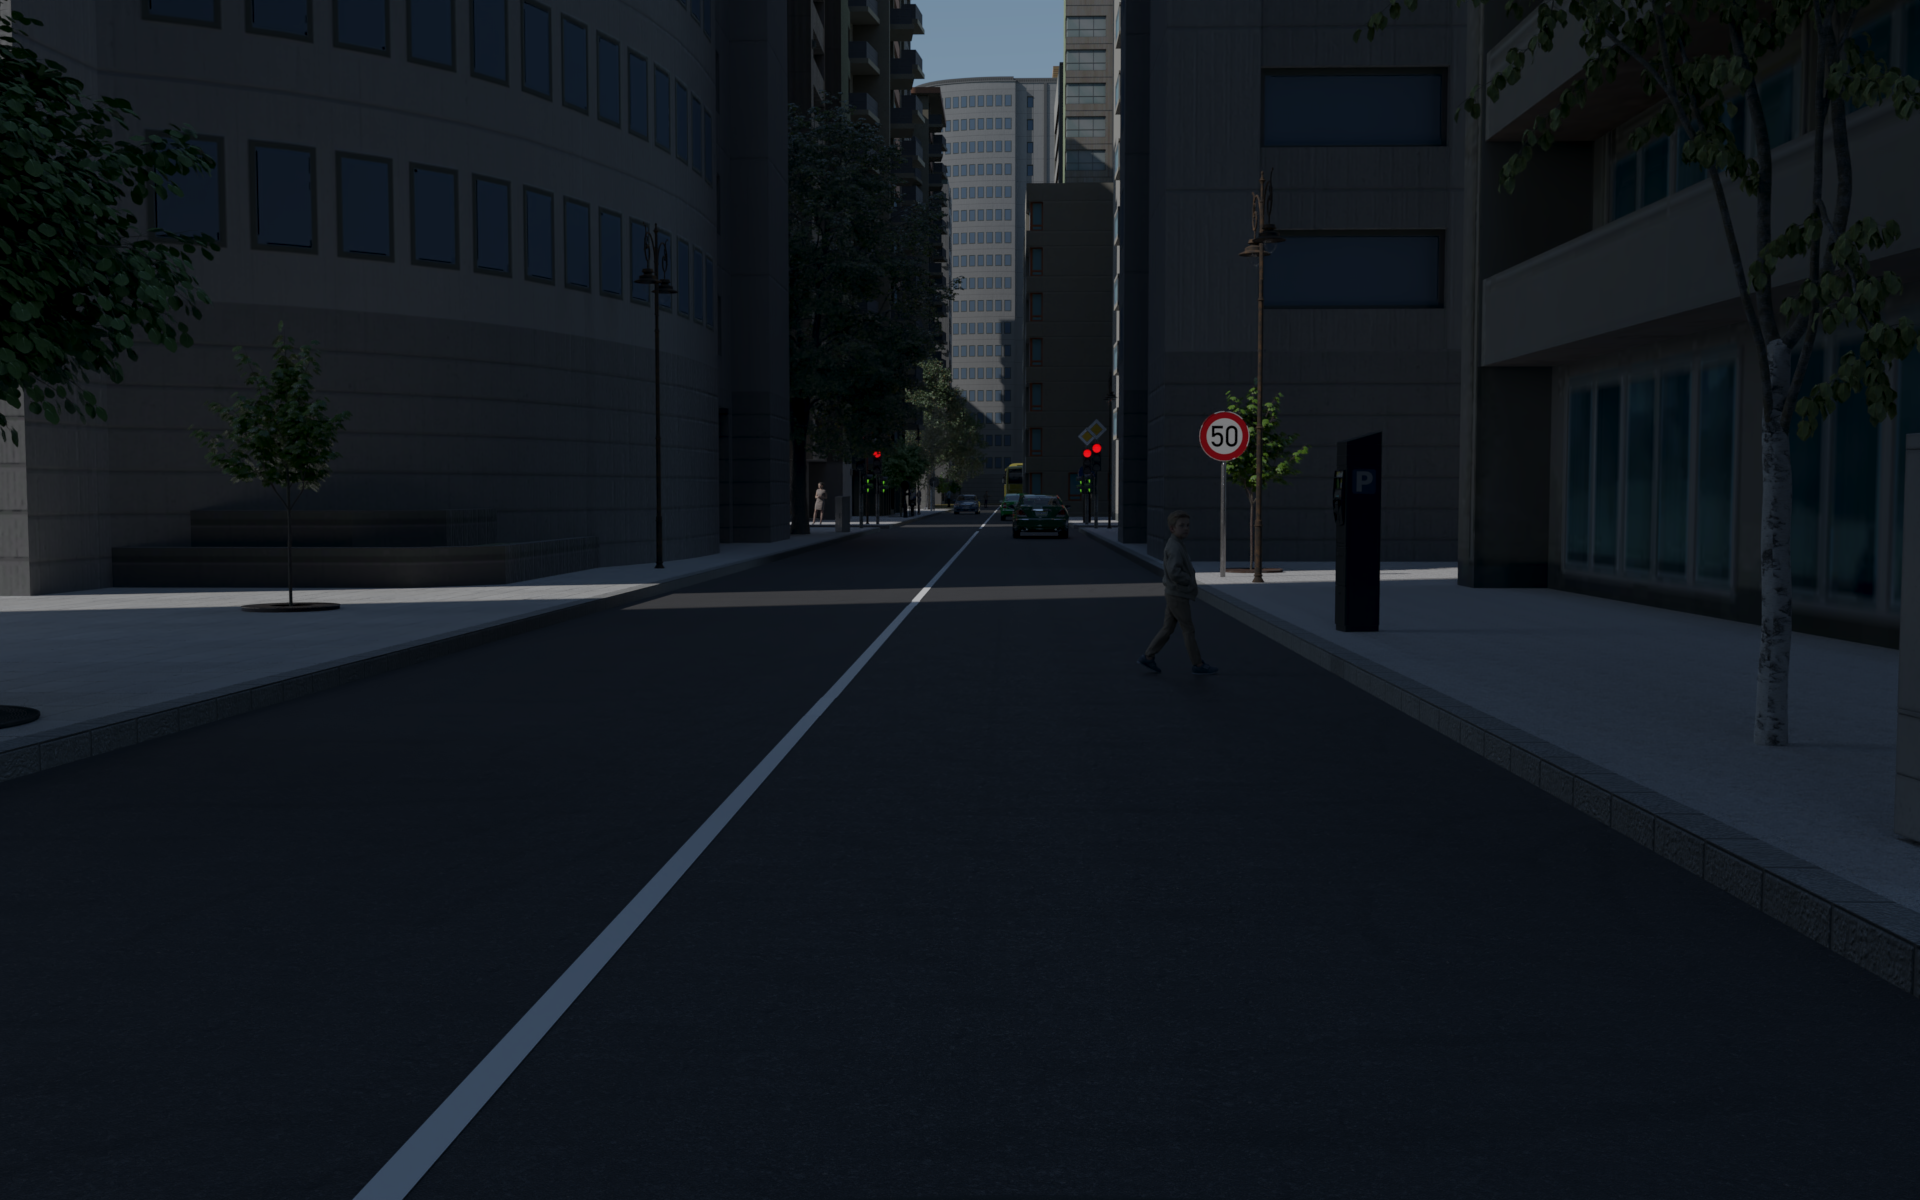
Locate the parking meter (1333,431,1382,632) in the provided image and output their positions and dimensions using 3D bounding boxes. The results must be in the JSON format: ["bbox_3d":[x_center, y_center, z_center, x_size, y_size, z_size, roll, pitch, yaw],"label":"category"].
[{"bbox_3d":[3.703,-0.639,16.164,0.399,1.863,0.255,-1,4,-8],"label":"parking meter"}]

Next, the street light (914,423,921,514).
[{"bbox_3d":[-2.722,-8.577,113.015,0.468,5.910,1.993,0,4,2],"label":"street light"}]

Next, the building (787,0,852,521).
[{"bbox_3d":[-12.896,-19.062,83.367,14.160,30.474,14.107,0,4,2],"label":"building"}]

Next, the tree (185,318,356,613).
[{"bbox_3d":[-7.471,-1.509,19.282,1.663,3.219,1.824,0,3,0],"label":"tree"}]

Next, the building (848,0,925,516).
[{"bbox_3d":[-13.699,-27.998,112.400,22.147,44.769,28.867,0,4,2],"label":"building"}]

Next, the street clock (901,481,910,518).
[{"bbox_3d":[-2.935,-5.425,93.275,0.471,2.002,0.358,1,4,22],"label":"street clock"}]

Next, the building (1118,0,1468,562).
[{"bbox_3d":[14.764,-30.752,44.801,21.231,58.520,28.212,0,4,2],"label":"building"}]

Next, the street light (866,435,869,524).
[{"bbox_3d":[-3.956,-6.182,73.860,0.468,5.910,1.993,0,4,2],"label":"street light"}]

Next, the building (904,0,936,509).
[{"bbox_3d":[-12.703,-43.979,157.314,20.563,71.187,20.611,0,4,2],"label":"building"}]

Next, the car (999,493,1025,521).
[{"bbox_3d":[3.107,-5.226,94.239,1.959,1.807,4.718,0,4,2],"label":"car"}]

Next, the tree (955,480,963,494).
[{"bbox_3d":[-0.495,-11.534,183.178,1.663,3.219,1.824,0,3,0],"label":"tree"}]

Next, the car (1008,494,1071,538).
[{"bbox_3d":[2.652,-2.800,57.575,2.131,1.459,4.920,0,4,1],"label":"car"}]

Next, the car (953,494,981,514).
[{"bbox_3d":[0.520,-6.816,123.438,2.014,1.417,4.499,0,4,3],"label":"car"}]

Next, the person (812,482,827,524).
[{"bbox_3d":[-5.976,-4.108,73.549,0.599,1.781,0.374,1,4,16],"label":"person"}]

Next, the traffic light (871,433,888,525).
[{"bbox_3d":[-3.452,-5.137,72.905,0.839,4.253,0.868,0,4,2],"label":"traffic light"}]

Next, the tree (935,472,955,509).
[{"bbox_3d":[-1.590,-9.515,150.165,1.663,3.219,1.824,0,3,0],"label":"tree"}]

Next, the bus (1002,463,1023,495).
[{"bbox_3d":[4.863,-8.954,137.948,2.896,3.916,12.252,0,4,1],"label":"bus"}]

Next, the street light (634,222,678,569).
[{"bbox_3d":[-5.185,-3.481,29.703,0.468,5.910,1.993,0,4,2],"label":"street light"}]

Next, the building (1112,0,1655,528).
[{"bbox_3d":[18.027,-27.990,81.340,21.600,48.544,21.300,0,4,2],"label":"building"}]

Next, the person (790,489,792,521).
[{"bbox_3d":[-6.959,-4.065,72.475,0.822,1.834,0.622,-2,4,-33],"label":"person"}]

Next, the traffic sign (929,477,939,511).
[{"bbox_3d":[-1.927,-7.847,128.408,0.768,2.556,0.104,0,4,6],"label":"traffic sign"}]

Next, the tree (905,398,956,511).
[{"bbox_3d":[-2.436,-11.137,132.458,4.360,8.622,3.978,0,3,0],"label":"tree"}]

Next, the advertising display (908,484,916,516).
[{"bbox_3d":[-2.756,-5.793,99.932,0.123,1.923,0.974,1,4,22],"label":"advertising display"}]

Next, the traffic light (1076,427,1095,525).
[{"bbox_3d":[5.306,-5.122,72.664,0.839,4.253,0.868,0,4,2],"label":"traffic light"}]

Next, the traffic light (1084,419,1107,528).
[{"bbox_3d":[5.071,-4.634,64.682,0.839,4.253,0.868,0,4,2],"label":"traffic light"}]

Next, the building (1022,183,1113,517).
[{"bbox_3d":[17.929,-16.241,110.572,27.650,21.520,28.899,0,4,2],"label":"building"}]

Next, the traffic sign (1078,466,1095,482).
[{"bbox_3d":[5.503,-4.583,75.032,0.768,2.556,0.104,1,4,10],"label":"traffic sign"}]

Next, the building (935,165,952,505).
[{"bbox_3d":[-8.032,-32.605,216.681,14.086,41.232,14.154,0,4,2],"label":"building"}]

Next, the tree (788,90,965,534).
[{"bbox_3d":[-5.004,-9.069,54.929,9.857,13.997,8.962,0,3,0],"label":"tree"}]

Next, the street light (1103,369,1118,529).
[{"bbox_3d":[5.552,-5.590,64.177,0.468,5.910,1.993,0,4,2],"label":"street light"}]

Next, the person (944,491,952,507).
[{"bbox_3d":[-1.116,-9.883,167.616,0.705,1.826,1.348,2,4,29],"label":"person"}]

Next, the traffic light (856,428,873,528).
[{"bbox_3d":[-3.687,-4.649,64.924,0.839,4.253,0.868,0,4,2],"label":"traffic light"}]

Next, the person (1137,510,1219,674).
[{"bbox_3d":[1.735,-0.064,13.827,0.640,1.303,0.475,0,4,-4],"label":"person"}]

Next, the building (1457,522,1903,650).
[{"bbox_3d":[17.355,-23.760,12.170,21.300,48.544,21.600,0,4,2],"label":"building"}]

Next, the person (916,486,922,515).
[{"bbox_3d":[-2.546,-6.096,106.055,0.374,1.781,0.599,1,4,19],"label":"person"}]

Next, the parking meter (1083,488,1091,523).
[{"bbox_3d":[5.674,-4.217,77.352,0.372,1.533,0.369,0,3,0],"label":"parking meter"}]

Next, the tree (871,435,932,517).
[{"bbox_3d":[-3.255,-6.874,96.109,4.285,4.588,4.351,0,3,0],"label":"tree"}]

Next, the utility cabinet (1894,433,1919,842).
[{"bbox_3d":[3.627,0.175,5.820,0.318,1.500,1.173,0,4,1],"label":"utility cabinet"}]

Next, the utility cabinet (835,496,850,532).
[{"bbox_3d":[-3.980,-2.901,58.591,0.306,1.237,1.020,-1,4,-18],"label":"utility cabinet"}]

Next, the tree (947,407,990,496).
[{"bbox_3d":[-0.187,-17.019,204.018,9.928,11.665,9.643,0,3,0],"label":"tree"}]

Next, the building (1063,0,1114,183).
[{"bbox_3d":[15.289,-27.920,140.083,14.154,41.232,14.086,0,4,2],"label":"building"}]

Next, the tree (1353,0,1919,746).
[{"bbox_3d":[3.930,-3.560,8.569,4.737,8.622,4.395,0,3,0],"label":"tree"}]

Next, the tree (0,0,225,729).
[{"bbox_3d":[-5.996,-1.578,9.509,4.285,4.588,4.351,0,3,0],"label":"tree"}]

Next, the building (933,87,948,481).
[{"bbox_3d":[-12.642,-32.362,183.748,22.147,44.769,28.867,0,4,2],"label":"building"}]

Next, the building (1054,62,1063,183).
[{"bbox_3d":[21.039,-34.452,186.988,21.300,48.544,21.600,0,4,2],"label":"building"}]

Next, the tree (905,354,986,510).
[{"bbox_3d":[-2.646,-13.773,142.203,9.611,12.733,9.660,0,3,0],"label":"tree"}]

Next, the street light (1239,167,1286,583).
[{"bbox_3d":[4.329,-3.191,24.965,0.468,5.910,1.993,0,4,2],"label":"street light"}]

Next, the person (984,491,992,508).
[{"bbox_3d":[2.858,-10.394,178.979,0.750,1.759,0.617,-2,4,-25],"label":"person"}]

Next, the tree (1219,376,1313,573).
[{"bbox_3d":[4.933,-2.068,28.421,1.663,3.219,1.824,0,3,0],"label":"tree"}]

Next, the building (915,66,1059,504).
[{"bbox_3d":[5.651,-42.818,242.074,28.212,58.520,21.231,0,4,2],"label":"building"}]

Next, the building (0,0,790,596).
[{"bbox_3d":[-15.754,-30.096,34.067,21.231,58.520,28.212,0,4,2],"label":"building"}]

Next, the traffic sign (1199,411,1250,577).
[{"bbox_3d":[4.062,-1.626,26.691,0.768,2.556,0.104,0,4,3],"label":"traffic sign"}]
